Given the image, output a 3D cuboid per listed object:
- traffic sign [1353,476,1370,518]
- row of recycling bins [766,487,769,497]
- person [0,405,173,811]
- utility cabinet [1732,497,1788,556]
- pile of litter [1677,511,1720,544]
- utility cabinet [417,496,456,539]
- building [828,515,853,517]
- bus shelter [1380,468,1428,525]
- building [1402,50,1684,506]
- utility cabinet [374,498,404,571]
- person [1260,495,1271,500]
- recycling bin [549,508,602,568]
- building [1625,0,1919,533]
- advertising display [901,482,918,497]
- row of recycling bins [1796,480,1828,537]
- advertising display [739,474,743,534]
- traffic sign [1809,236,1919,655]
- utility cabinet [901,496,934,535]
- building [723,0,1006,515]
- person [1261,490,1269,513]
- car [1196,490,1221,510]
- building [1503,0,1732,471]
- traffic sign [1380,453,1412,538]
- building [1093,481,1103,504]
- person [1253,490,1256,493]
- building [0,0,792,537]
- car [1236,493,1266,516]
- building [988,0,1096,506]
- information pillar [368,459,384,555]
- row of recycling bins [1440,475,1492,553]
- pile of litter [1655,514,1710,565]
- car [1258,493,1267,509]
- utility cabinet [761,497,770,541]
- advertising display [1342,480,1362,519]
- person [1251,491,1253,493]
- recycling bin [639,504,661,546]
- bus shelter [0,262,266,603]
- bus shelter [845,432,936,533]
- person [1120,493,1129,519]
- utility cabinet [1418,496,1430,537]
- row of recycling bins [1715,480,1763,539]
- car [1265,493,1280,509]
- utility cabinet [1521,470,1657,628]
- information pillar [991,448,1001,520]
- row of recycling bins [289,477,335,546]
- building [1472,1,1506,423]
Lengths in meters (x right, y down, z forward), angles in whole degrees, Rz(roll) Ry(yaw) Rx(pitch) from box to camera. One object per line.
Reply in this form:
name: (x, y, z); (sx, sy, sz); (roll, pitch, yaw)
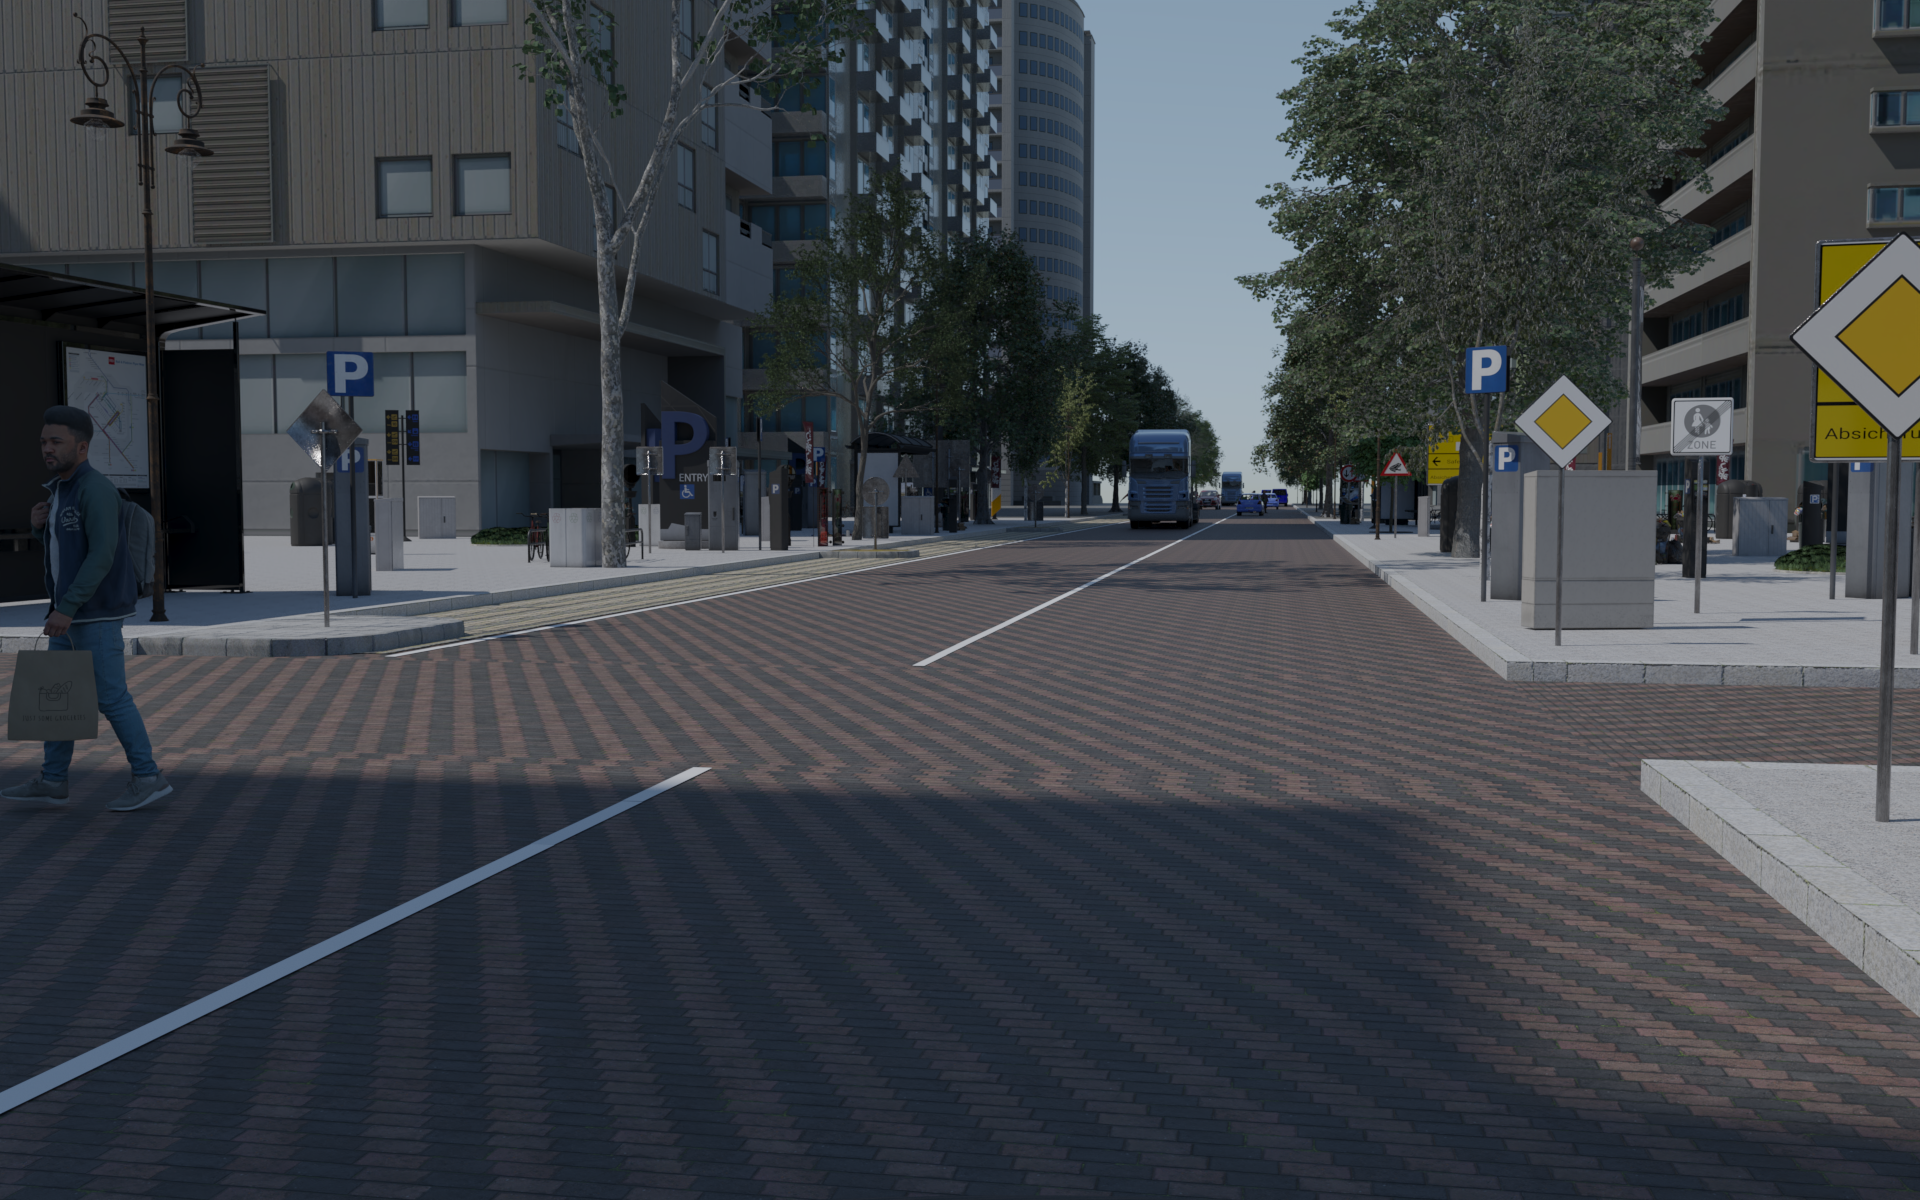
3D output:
traffic sign: (17.282, -4.588, 75.016); (0.884, 2.594, 0.081); (1, 4, 17)
row of recycling bins: (-11.164, -5.221, 92.483); (1.069, 1.692, 3.534); (1, 4, 20)
person: (-3.941, 0.044, 7.761); (0.713, 1.824, 0.794); (-2, 4, -24)
utility cabinet: (16.559, -1.509, 35.842); (1.020, 1.237, 0.306); (0, 4, -1)
pile of litter: (19.136, -1.914, 45.266); (1.176, 0.858, 1.719); (0, 4, 1)
utility cabinet: (-15.014, -2.358, 49.714); (1.020, 1.237, 0.306); (-2, 4, -24)
building: (-14.292, -29.949, 109.267); (23.786, 49.044, 30.456); (1, 4, 10)
bus shelter: (17.692, -4.599, 69.113); (2.014, 3.302, 5.546); (1, 4, 10)
building: (66.436, -37.500, 202.365); (28.713, 52.752, 27.495); (1, 4, 10)
utility cabinet: (-9.643, -1.106, 29.247); (0.306, 1.237, 1.020); (0, 4, -8)
person: (27.687, -9.086, 157.771); (1.217, 1.735, 0.721); (1, 4, 16)
recycling bin: (-6.748, -1.100, 30.534); (0.722, 1.027, 0.722); (1, 4, 19)
building: (38.288, -26.914, 63.739); (21.300, 48.544, 21.600); (1, 4, 10)
advertising display: (-2.700, -5.298, 91.829); (0.974, 1.923, 0.123); (-1, 4, -18)
row of recycling bins: (26.347, -2.825, 53.302); (1.069, 1.692, 3.534); (1, 4, 20)
advertising display: (-6.761, -3.064, 55.306); (0.123, 1.923, 0.974); (-2, 4, -34)
traffic sign: (7.939, -1.210, 13.651); (2.265, 3.308, 0.079); (1, 4, 18)
utility cabinet: (-1.334, -2.652, 54.518); (1.020, 1.237, 0.306); (1, 4, 22)
building: (-9.299, -31.791, 139.390); (23.786, 49.044, 30.456); (1, 4, 10)
person: (22.905, -7.400, 130.042); (0.990, 1.755, 0.434); (-3, 5, -42)
car: (23.129, -9.313, 160.941); (2.281, 1.827, 5.304); (1, 4, 12)
building: (42.003, -26.170, 111.476); (14.154, 41.232, 14.086); (1, 4, 10)
traffic sign: (12.625, -3.068, 50.166); (0.884, 2.594, 0.081); (1, 4, 20)
building: (2.152, -32.800, 228.165); (32.217, 40.220, 23.993); (1, 4, 10)
person: (22.232, -7.433, 130.963); (0.436, 1.711, 0.756); (-1, 4, -12)
building: (-23.006, -29.037, 63.991); (28.713, 52.752, 27.495); (1, 4, 10)
car: (19.298, -6.450, 115.050); (1.945, 1.707, 3.694); (1, 4, 12)
building: (3.588, -40.293, 200.789); (21.231, 58.520, 28.212); (1, 4, 10)
information pillar: (-12.412, -1.969, 36.690); (0.304, 2.012, 0.304); (0, 4, 8)
row of recycling bins: (11.961, -1.962, 39.196); (3.534, 1.692, 1.069); (-3, 5, -44)
pile of litter: (12.581, -1.091, 31.797); (1.719, 0.858, 1.176); (-1, 4, -16)
car: (29.925, -10.015, 173.342); (1.945, 1.707, 3.694); (1, 4, 10)
utility cabinet: (-5.238, -2.217, 47.406); (0.306, 1.237, 1.020); (0, 4, 2)
advertising display: (17.508, -4.419, 77.466); (0.123, 1.923, 0.974); (-3, 5, -42)
person: (31.704, -10.900, 187.451); (1.217, 1.736, 0.721); (-1, 4, -21)
recycling bin: (-7.450, -1.851, 42.817); (0.722, 1.027, 0.722); (2, 4, 26)
bus shelter: (-10.278, -1.720, 19.405); (1.731, 3.624, 6.357); (1, 4, 11)
bus shelter: (-2.259, -3.976, 58.938); (2.014, 3.302, 5.546); (1, 4, 11)
person: (9.798, -5.546, 99.117); (1.348, 1.831, 0.705); (0, 4, 5)
utility cabinet: (14.050, -2.526, 52.462); (0.306, 1.237, 1.020); (1, 4, 19)
row of recycling bins: (22.752, -2.662, 50.643); (1.069, 1.692, 3.534); (2, 4, 32)
car: (29.028, -9.346, 162.403); (1.945, 1.707, 3.694); (1, 4, 10)
utility cabinet: (5.959, -0.474, 16.432); (1.173, 1.500, 0.318); (0, 4, -5)
information pillar: (1.806, -5.831, 86.688); (0.504, 3.616, 0.183); (-1, 4, -12)
row of recycling bins: (-16.423, -2.260, 44.062); (1.069, 1.692, 3.534); (-1, 4, -16)
building: (51.440, -31.349, 132.169); (23.786, 49.044, 30.456); (1, 4, 10)
